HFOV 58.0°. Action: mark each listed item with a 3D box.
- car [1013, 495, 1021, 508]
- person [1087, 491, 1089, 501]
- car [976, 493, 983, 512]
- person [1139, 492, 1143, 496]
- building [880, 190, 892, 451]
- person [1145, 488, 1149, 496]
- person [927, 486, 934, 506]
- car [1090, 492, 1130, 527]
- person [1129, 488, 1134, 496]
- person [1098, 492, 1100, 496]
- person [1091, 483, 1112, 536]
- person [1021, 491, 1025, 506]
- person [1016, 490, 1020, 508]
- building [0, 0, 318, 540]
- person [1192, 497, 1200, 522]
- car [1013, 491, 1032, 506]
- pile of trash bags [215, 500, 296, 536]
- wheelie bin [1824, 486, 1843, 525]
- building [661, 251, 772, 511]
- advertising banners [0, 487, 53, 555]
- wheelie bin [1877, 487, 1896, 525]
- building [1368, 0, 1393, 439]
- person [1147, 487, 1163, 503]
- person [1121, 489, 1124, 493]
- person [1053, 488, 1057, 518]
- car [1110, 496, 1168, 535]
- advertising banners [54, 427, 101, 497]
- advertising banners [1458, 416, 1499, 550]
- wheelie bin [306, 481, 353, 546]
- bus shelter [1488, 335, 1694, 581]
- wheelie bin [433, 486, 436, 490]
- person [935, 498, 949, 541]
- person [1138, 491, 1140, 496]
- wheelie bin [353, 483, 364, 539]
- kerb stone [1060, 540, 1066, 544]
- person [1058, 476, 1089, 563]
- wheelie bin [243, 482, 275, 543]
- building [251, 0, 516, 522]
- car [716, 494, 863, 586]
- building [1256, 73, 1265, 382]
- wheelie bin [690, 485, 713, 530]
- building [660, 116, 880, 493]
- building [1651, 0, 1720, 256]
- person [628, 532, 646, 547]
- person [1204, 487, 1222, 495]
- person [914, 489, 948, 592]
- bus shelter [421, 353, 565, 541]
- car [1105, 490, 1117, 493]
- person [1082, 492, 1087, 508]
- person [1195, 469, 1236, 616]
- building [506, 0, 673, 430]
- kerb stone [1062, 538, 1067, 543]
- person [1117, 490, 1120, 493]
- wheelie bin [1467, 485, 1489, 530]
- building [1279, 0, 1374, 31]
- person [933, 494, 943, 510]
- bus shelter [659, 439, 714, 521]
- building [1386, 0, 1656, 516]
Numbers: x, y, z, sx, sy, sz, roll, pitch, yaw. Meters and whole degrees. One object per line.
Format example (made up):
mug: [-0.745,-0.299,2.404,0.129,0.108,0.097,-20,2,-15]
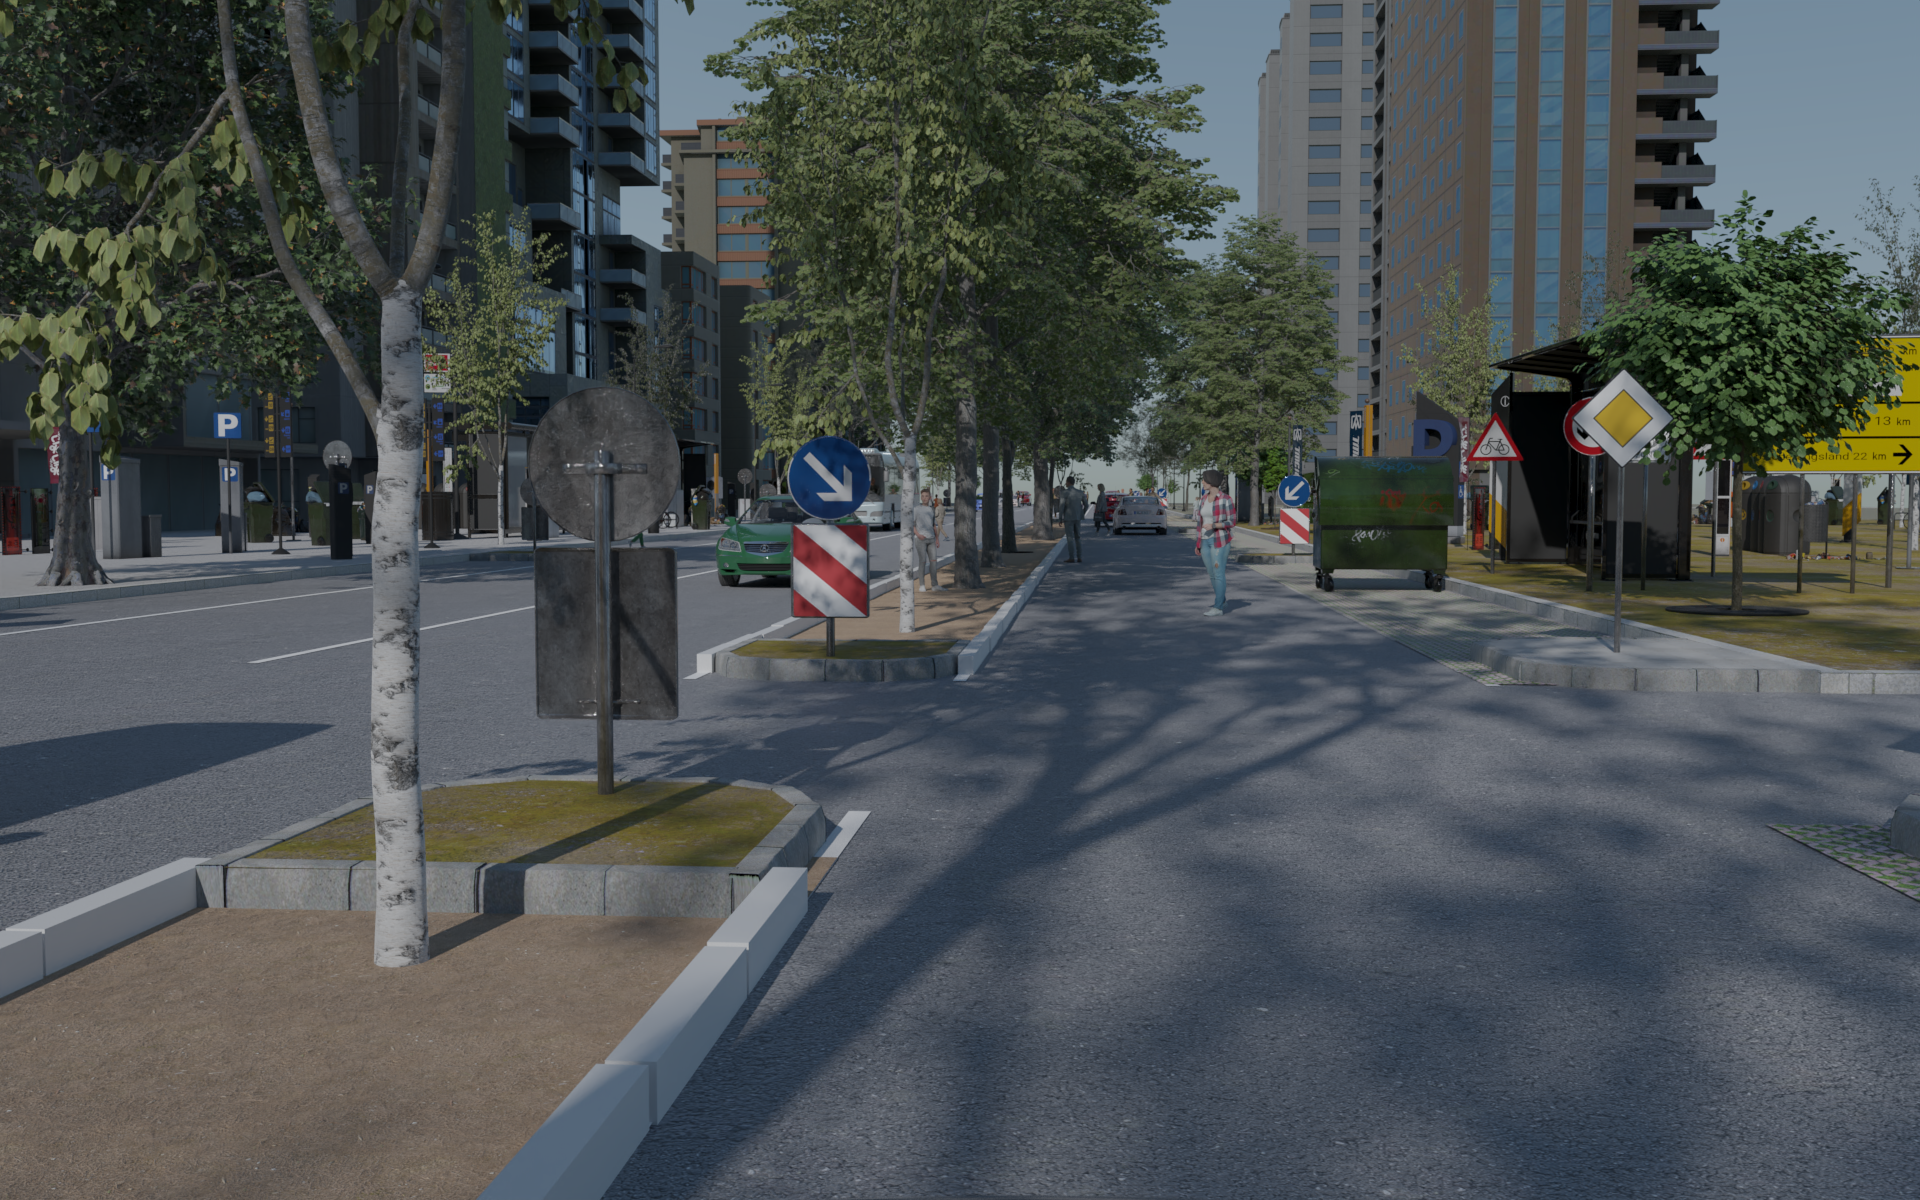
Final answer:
car: [5.577,-10.627,186.108,2.083,1.381,4.827,0,4,3]
person: [17.859,-14.332,242.925,0.705,1.812,1.348,0,4,-6]
car: [1.955,-7.940,139.405,1.945,1.707,3.694,0,4,4]
person: [8.482,-4.272,80.941,0.523,1.515,0.503,2,4,31]
building: [-20.763,-35.322,232.131,22.147,44.769,28.867,0,4,5]
person: [11.278,-5.838,104.042,0.705,1.812,1.348,0,4,-2]
person: [-1.522,-4.653,84.775,0.606,1.804,0.583,1,4,18]
car: [6.820,-4.115,76.318,2.155,1.783,4.494,0,4,4]
person: [11.196,-6.432,113.759,0.705,1.812,1.348,-1,4,-17]
person: [15.735,-11.246,193.158,1.217,1.735,0.721,-3,5,-41]
person: [4.840,-3.083,59.082,0.728,1.800,0.709,0,4,7]
person: [7.232,-11.741,200.993,0.721,1.766,1.217,1,4,15]
person: [6.108,-10.653,182.689,0.705,1.822,1.348,0,4,2]
building: [-38.332,-28.215,50.555,28.713,52.752,27.495,0,4,5]
person: [11.982,-4.609,88.142,0.394,1.301,0.425,3,4,38]
car: [7.524,-12.281,209.462,2.281,1.827,5.304,0,4,6]
pile of trash bags: [-21.015,-2.664,53.301,3.447,1.369,1.912,-2,4,-35]
wheelie bin: [35.888,-3.860,71.026,0.980,1.594,0.693,-2,4,-25]
building: [-31.560,-17.977,138.965,27.650,21.520,28.899,0,4,5]
advertising banners: [-19.951,-2.460,36.413,0.090,3.025,2.074,1,4,18]
wheelie bin: [38.656,-3.938,72.297,0.693,1.594,0.980,2,4,31]
building: [42.253,-42.701,136.412,20.563,71.187,20.611,0,4,5]
person: [10.225,-5.109,92.035,1.348,1.823,0.705,2,4,31]
person: [9.765,-5.800,103.882,0.990,1.755,0.434,1,4,20]
person: [5.698,-5.927,105.494,1.348,1.812,0.705,0,3,0]
car: [6.433,-3.043,62.116,2.083,1.381,4.827,0,4,4]
advertising banners: [-22.166,-2.928,44.066,2.074,3.025,0.090,-1,4,-11]
advertising banners: [11.915,-2.661,39.692,2.074,3.025,0.090,-3,5,-44]
wheelie bin: [-15.811,-2.150,43.068,0.693,1.594,0.980,2,4,32]
bus shelter: [10.247,-2.278,28.527,1.731,3.624,6.357,0,4,4]
wheelie bin: [-20.239,-3.616,67.035,0.980,1.594,0.693,-1,4,-18]
person: [-0.612,-2.440,52.659,0.640,1.303,0.475,2,4,24]
person: [21.225,-12.028,205.021,0.709,1.838,0.599,1,4,21]
wheelie bin: [-17.339,-2.526,49.201,0.980,1.594,0.693,-3,5,-41]
kerb stone: [2.658,-1.446,45.853,0.120,0.150,1.000,0,4,5]
person: [2.359,-1.689,36.219,0.635,1.810,0.391,-2,4,-32]
wheelie bin: [-18.462,-2.304,45.584,0.693,1.594,0.980,-3,4,-38]
building: [-29.645,-24.186,79.034,14.154,41.232,14.086,0,4,5]
car: [-2.660,-1.011,28.327,2.131,1.459,4.920,0,4,7]
building: [50.176,-42.130,230.816,21.231,58.520,28.212,0,4,5]
wheelie bin: [-9.252,-3.316,62.121,0.693,1.594,0.980,0,4,8]
building: [-22.643,-33.563,203.375,22.147,44.769,28.867,0,4,5]
building: [36.408,-27.865,105.709,14.600,45.320,14.200,0,4,5]
person: [-8.459,-2.001,45.467,0.590,1.304,0.306,-3,4,-37]
person: [6.507,-2.176,44.177,0.679,1.850,0.850,2,4,32]
person: [-0.475,-0.875,25.394,0.523,1.515,0.503,2,4,25]
bus shelter: [-13.930,-4.538,51.824,2.179,5.291,8.768,0,4,5]
car: [15.673,-10.374,178.292,2.281,1.827,5.304,0,4,3]
person: [11.062,-8.854,154.180,0.541,1.710,0.530,1,4,19]
person: [3.039,-0.680,20.457,0.643,1.720,0.563,-2,4,-34]
building: [-30.840,-48.559,106.617,22.319,86.520,31.000,0,4,5]
kerb stone: [2.824,-1.568,47.890,0.120,0.150,1.000,0,4,5]
person: [11.609,-7.228,127.461,1.217,1.735,0.721,2,4,31]
wheelie bin: [18.345,-3.265,61.296,0.980,1.594,0.693,1,4,10]
building: [47.814,-40.399,202.517,21.231,58.520,28.212,0,4,5]
person: [-1.379,-5.440,100.696,1.065,1.426,0.557,-2,4,-33]
bus shelter: [-12.408,-5.226,76.728,1.731,3.624,6.357,0,4,5]
building: [37.929,-28.728,119.806,14.600,45.320,14.200,0,4,5]
